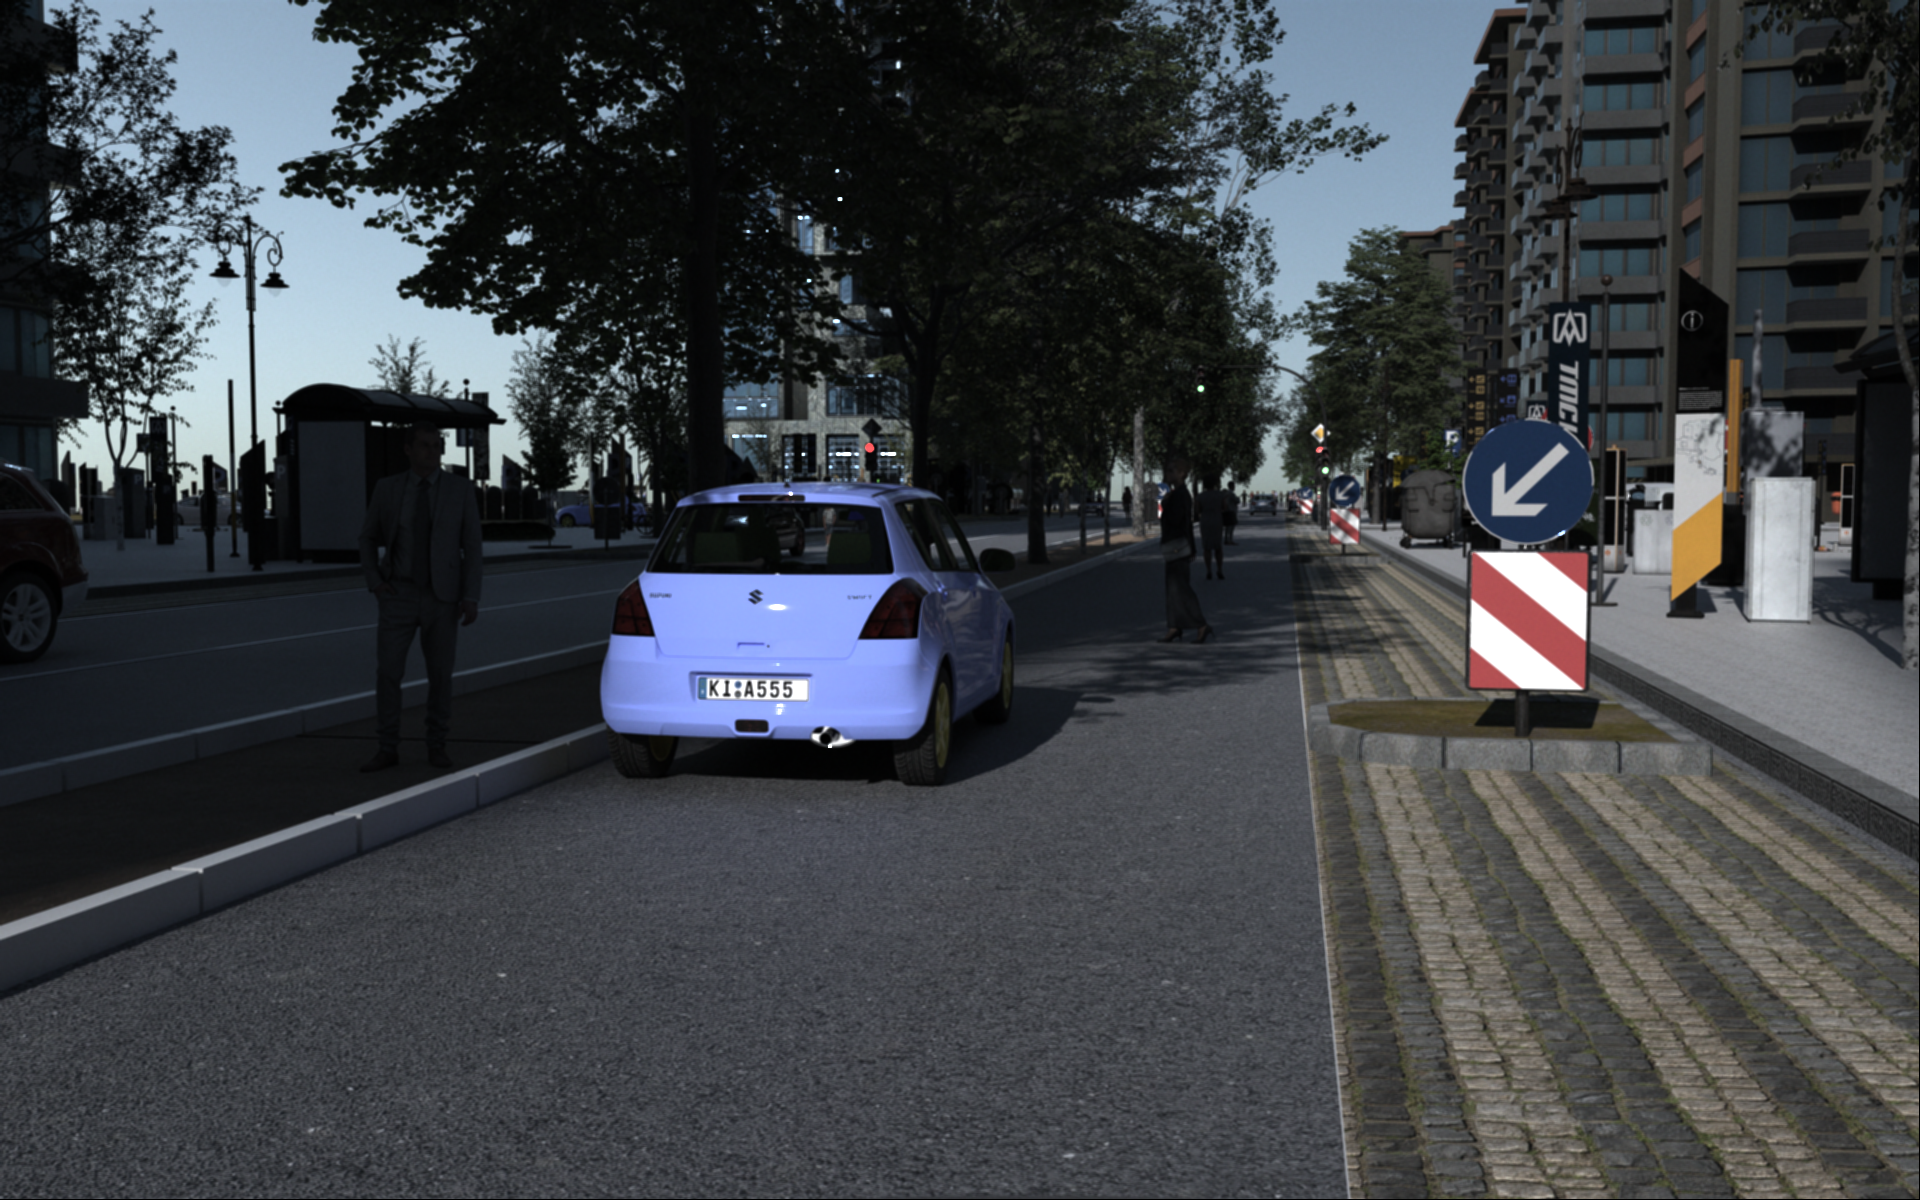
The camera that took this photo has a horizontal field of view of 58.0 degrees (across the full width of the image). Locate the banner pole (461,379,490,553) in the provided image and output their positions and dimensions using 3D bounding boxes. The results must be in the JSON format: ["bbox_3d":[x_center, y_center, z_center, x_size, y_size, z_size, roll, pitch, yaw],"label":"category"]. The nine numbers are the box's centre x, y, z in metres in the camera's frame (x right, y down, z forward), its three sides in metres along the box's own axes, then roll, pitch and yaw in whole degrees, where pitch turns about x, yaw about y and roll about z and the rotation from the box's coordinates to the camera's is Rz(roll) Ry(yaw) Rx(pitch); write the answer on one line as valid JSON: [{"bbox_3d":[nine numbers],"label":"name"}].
[{"bbox_3d":[-10.529,-2.914,37.656,0.863,3.779,0.401,2,4,28],"label":"banner pole"}]

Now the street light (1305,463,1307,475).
[{"bbox_3d":[52.032,-17.577,260.165,0.468,5.910,1.993,1,4,11],"label":"street light"}]

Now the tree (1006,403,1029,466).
[{"bbox_3d":[8.429,-13.539,138.362,9.611,12.733,9.660,0,3,0],"label":"tree"}]

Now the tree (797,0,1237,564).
[{"bbox_3d":[1.604,-6.976,34.646,7.486,12.596,7.792,0,3,0],"label":"tree"}]

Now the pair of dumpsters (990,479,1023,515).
[{"bbox_3d":[2.905,-6.493,108.646,1.574,2.255,4.437,1,4,10],"label":"pair of dumpsters"}]

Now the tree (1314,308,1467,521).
[{"bbox_3d":[20.489,-9.057,82.496,7.601,10.594,8.767,0,3,0],"label":"tree"}]

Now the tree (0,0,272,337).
[{"bbox_3d":[-13.504,-5.390,22.541,8.767,10.594,7.601,-2,4,-33],"label":"tree"}]

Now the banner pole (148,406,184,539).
[{"bbox_3d":[-22.582,-3.623,49.249,0.863,3.779,0.401,-1,4,-23],"label":"banner pole"}]

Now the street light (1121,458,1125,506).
[{"bbox_3d":[17.501,-13.032,185.856,0.468,5.910,1.993,1,4,11],"label":"street light"}]

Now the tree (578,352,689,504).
[{"bbox_3d":[-15.984,-8.413,87.912,4.737,8.622,4.395,0,3,0],"label":"tree"}]

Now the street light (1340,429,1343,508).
[{"bbox_3d":[22.782,-7.974,103.167,0.468,5.910,1.993,1,4,11],"label":"street light"}]

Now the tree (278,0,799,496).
[{"bbox_3d":[-2.196,-5.745,14.516,7.486,12.596,7.792,0,3,0],"label":"tree"}]

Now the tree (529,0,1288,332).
[{"bbox_3d":[-0.571,-6.862,25.023,12.009,13.543,11.850,0,3,0],"label":"tree"}]

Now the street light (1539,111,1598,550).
[{"bbox_3d":[7.486,-2.976,21.450,0.468,5.910,1.993,1,4,11],"label":"street light"}]

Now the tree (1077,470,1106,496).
[{"bbox_3d":[12.131,-10.703,158.705,4.285,4.588,4.351,0,3,0],"label":"tree"}]

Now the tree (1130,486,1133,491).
[{"bbox_3d":[21.238,-12.988,206.954,1.663,3.219,1.824,0,3,0],"label":"tree"}]

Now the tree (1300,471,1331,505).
[{"bbox_3d":[54.304,-17.454,269.078,4.285,4.588,4.351,0,3,0],"label":"tree"}]

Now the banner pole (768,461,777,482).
[{"bbox_3d":[-14.124,-8.570,130.131,0.863,3.779,0.401,-1,4,-13],"label":"banner pole"}]

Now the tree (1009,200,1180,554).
[{"bbox_3d":[2.904,-5.383,40.830,4.737,8.622,4.395,0,3,0],"label":"tree"}]

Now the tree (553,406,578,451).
[{"bbox_3d":[-20.799,-9.095,99.061,4.737,8.622,4.395,0,3,0],"label":"tree"}]

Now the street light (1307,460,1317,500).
[{"bbox_3d":[44.139,-14.943,217.109,0.468,5.910,1.993,1,4,11],"label":"street light"}]

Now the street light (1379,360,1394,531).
[{"bbox_3d":[14.692,-5.319,59.761,0.468,5.910,1.993,1,4,11],"label":"street light"}]

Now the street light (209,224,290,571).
[{"bbox_3d":[-11.773,-3.429,28.850,0.468,5.910,1.993,1,4,11],"label":"street light"}]

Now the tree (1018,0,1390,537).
[{"bbox_3d":[7.024,-12.110,56.351,12.611,20.169,13.585,0,3,0],"label":"tree"}]

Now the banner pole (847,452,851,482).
[{"bbox_3d":[-6.543,-6.856,102.116,0.401,3.779,0.863,1,4,9],"label":"banner pole"}]

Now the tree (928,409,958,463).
[{"bbox_3d":[-1.494,-11.740,142.318,4.360,8.622,3.978,0,3,0],"label":"tree"}]

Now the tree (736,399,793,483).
[{"bbox_3d":[-15.274,-11.304,135.176,4.360,8.622,3.978,0,3,0],"label":"tree"}]

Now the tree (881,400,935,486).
[{"bbox_3d":[-3.609,-11.071,131.372,4.737,8.622,4.395,0,3,0],"label":"tree"}]

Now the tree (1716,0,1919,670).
[{"bbox_3d":[7.217,-3.792,12.357,4.360,8.622,3.978,0,3,0],"label":"tree"}]

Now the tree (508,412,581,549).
[{"bbox_3d":[-9.841,-2.832,40.901,1.663,3.219,1.824,0,3,0],"label":"tree"}]

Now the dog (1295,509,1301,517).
[{"bbox_3d":[20.744,-5.319,106.247,0.540,0.507,0.406,2,4,30],"label":"dog"}]

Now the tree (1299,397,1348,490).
[{"bbox_3d":[26.803,-10.749,126.103,4.360,8.622,3.978,0,3,0],"label":"tree"}]

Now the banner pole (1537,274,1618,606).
[{"bbox_3d":[7.142,-1.827,19.883,0.863,3.779,0.401,1,4,8],"label":"banner pole"}]

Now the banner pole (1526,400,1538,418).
[{"bbox_3d":[13.681,-3.097,40.650,0.863,3.779,0.401,1,4,16],"label":"banner pole"}]

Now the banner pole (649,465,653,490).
[{"bbox_3d":[-22.991,-8.560,129.972,0.401,3.779,0.863,3,5,44],"label":"banner pole"}]

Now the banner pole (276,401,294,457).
[{"bbox_3d":[-18.078,-3.464,46.656,0.863,3.779,0.401,-2,4,-29],"label":"banner pole"}]

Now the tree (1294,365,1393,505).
[{"bbox_3d":[29.570,-12.654,132.646,9.928,11.665,9.643,0,3,0],"label":"tree"}]

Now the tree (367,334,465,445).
[{"bbox_3d":[-25.269,-7.932,80.049,4.737,8.622,4.395,0,3,0],"label":"tree"}]

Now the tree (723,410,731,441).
[{"bbox_3d":[-15.486,-9.090,98.984,4.737,8.622,4.395,0,3,0],"label":"tree"}]

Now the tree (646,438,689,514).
[{"bbox_3d":[-9.904,-3.912,58.562,1.663,3.219,1.824,0,3,0],"label":"tree"}]

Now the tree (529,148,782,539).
[{"bbox_3d":[-8.830,-7.621,50.362,9.928,11.665,9.643,0,3,0],"label":"tree"}]

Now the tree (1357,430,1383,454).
[{"bbox_3d":[32.086,-14.808,152.480,12.009,13.543,11.850,0,3,0],"label":"tree"}]

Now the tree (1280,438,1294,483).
[{"bbox_3d":[57.336,-22.707,289.393,7.486,12.596,7.792,0,3,0],"label":"tree"}]

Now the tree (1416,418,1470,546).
[{"bbox_3d":[11.891,-2.977,43.269,1.663,3.219,1.824,0,3,0],"label":"tree"}]

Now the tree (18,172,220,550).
[{"bbox_3d":[-19.054,-5.431,39.161,4.360,8.622,3.978,0,3,0],"label":"tree"}]

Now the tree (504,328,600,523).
[{"bbox_3d":[-18.392,-7.783,77.620,4.360,8.622,3.978,0,3,0],"label":"tree"}]

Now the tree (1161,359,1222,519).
[{"bbox_3d":[10.641,-7.911,82.168,4.360,8.622,3.978,0,3,0],"label":"tree"}]

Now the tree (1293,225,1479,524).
[{"bbox_3d":[18.163,-9.509,73.594,7.486,12.596,7.792,0,3,0],"label":"tree"}]

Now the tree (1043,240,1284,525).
[{"bbox_3d":[9.040,-9.522,75.147,9.611,12.733,9.660,0,3,0],"label":"tree"}]

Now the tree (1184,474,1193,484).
[{"bbox_3d":[39.384,-22.474,301.858,7.601,10.594,8.767,0,4,-8],"label":"tree"}]

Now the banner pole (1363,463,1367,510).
[{"bbox_3d":[32.904,-9.211,140.608,0.401,3.779,0.863,1,4,23],"label":"banner pole"}]

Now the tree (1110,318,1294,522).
[{"bbox_3d":[12.192,-9.883,89.798,9.928,11.665,9.643,0,3,0],"label":"tree"}]
